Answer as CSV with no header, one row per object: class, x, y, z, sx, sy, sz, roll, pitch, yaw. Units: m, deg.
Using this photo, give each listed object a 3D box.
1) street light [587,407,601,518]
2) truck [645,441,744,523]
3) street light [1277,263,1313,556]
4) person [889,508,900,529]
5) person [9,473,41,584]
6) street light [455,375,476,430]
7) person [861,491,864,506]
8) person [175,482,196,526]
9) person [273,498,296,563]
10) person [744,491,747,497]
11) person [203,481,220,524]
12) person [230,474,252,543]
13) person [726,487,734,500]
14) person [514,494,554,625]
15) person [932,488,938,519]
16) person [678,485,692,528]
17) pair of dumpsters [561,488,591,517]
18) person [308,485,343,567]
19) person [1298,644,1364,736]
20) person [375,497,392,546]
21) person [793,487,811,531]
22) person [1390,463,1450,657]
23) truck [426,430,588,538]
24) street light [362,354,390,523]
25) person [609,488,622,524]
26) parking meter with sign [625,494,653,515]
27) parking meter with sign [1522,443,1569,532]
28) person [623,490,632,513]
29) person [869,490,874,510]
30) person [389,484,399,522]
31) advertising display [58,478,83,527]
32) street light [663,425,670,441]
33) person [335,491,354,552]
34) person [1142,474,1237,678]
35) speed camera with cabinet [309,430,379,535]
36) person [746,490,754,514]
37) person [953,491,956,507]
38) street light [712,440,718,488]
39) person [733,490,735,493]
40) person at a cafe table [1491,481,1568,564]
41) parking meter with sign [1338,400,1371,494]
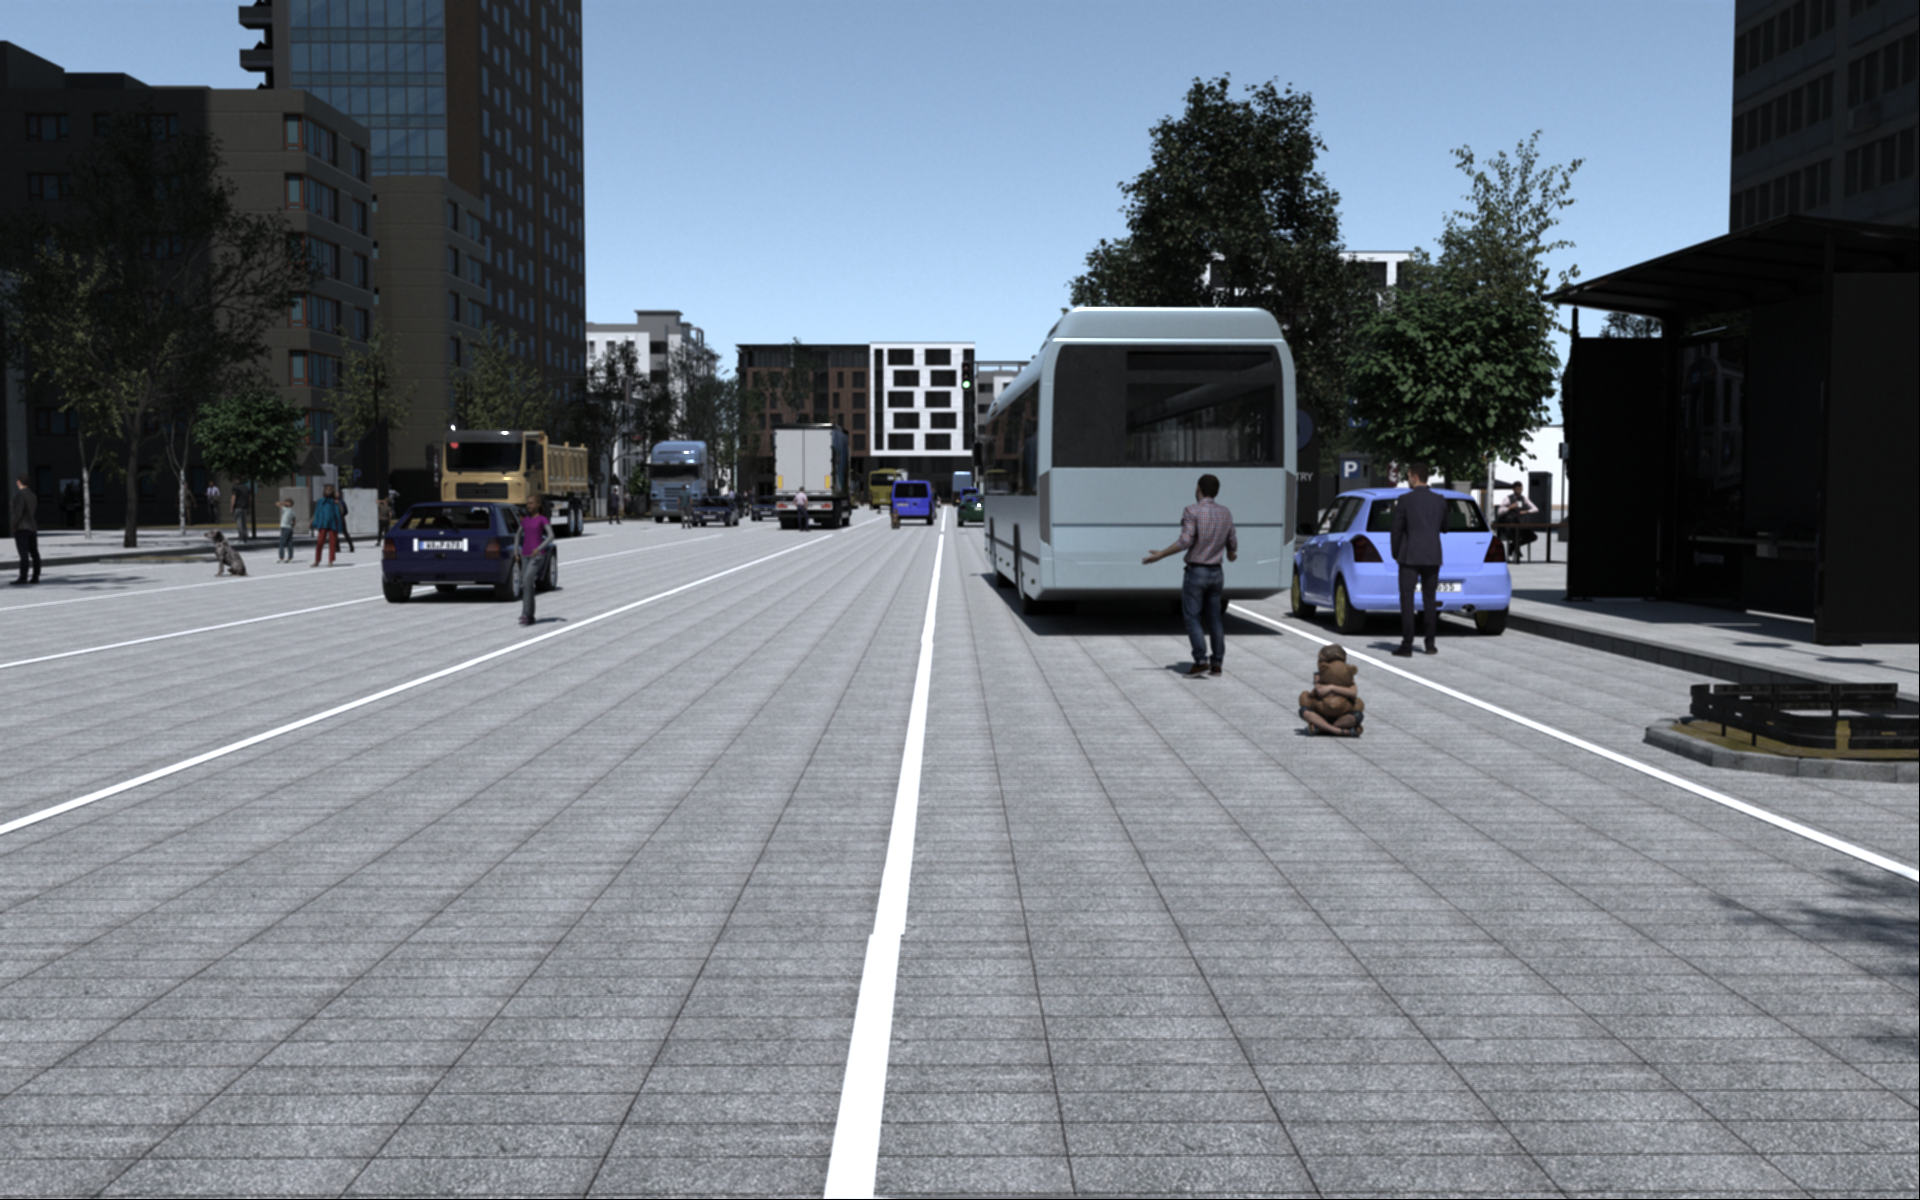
street light,-19.370,-7.275,91.727,0.468,5.910,1.993,0,4,0
truck,-14.000,-6.340,93.412,2.967,4.110,18.799,0,4,0
street light,6.700,-3.796,34.852,0.468,5.910,1.993,0,4,0
person,-2.677,-3.351,71.208,0.347,0.859,0.695,1,4,12
person,-15.059,-1.140,27.667,0.750,1.759,0.617,1,4,18
street light,-19.199,-5.786,67.396,0.468,5.910,1.993,0,4,0
person,-11.763,-12.249,209.315,0.434,1.755,0.990,1,4,21
person,-31.267,-3.877,69.977,0.990,1.755,0.434,1,4,18
person,-14.064,-1.447,36.061,0.340,1.345,0.435,0,4,7
person,-25.148,-11.959,202.518,0.436,1.711,0.756,-1,4,-18
person,-31.563,-4.101,72.956,0.709,1.838,0.599,1,4,14
person,-18.755,-2.382,45.112,0.434,1.807,0.598,2,4,35
person,-13.815,-5.827,103.645,0.599,1.838,0.709,1,4,14
person,-4.724,-0.435,18.848,0.726,1.435,0.776,1,4,21
person,-1.500,-5.577,99.809,0.434,1.807,0.598,2,4,35
person,-11.473,-3.897,72.339,0.598,1.807,0.434,0,4,0
pair of dumpsters,-21.224,-5.589,93.871,1.574,2.255,4.437,0,4,0
person,-12.464,-1.461,34.092,0.593,1.614,0.444,1,4,12
person,2.209,0.531,10.291,0.381,0.543,0.357,1,4,12
person,-15.936,-2.168,47.858,0.435,1.345,0.340,-2,4,-26
person,-6.039,-3.494,66.558,0.436,1.711,0.756,-3,5,-42
person,4.096,-0.368,15.430,0.541,1.710,0.530,0,4,3
truck,-14.032,-3.597,54.731,3.469,3.379,9.791,0,4,0
street light,-19.232,-5.161,57.171,0.468,5.910,1.993,0,4,0
person,-16.429,-4.472,82.544,0.541,1.710,0.530,3,5,45
parking meter with sign,-19.783,-6.764,106.859,1.738,3.016,0.543,0,4,-4
parking meter with sign,19.898,-3.862,59.404,0.543,3.016,1.738,-3,5,-45
person,-21.088,-6.195,109.804,0.523,1.526,0.387,-1,4,-11
person,-8.012,-9.046,156.502,0.705,1.812,1.348,-1,4,-11
person,-26.517,-4.513,80.561,0.841,1.734,0.376,-2,4,-29
advertising display,-35.055,-3.858,68.291,0.974,1.923,0.123,1,4,11
street light,-19.650,-8.760,116.021,0.468,5.910,1.993,0,4,0
person,-15.291,-1.929,42.734,0.574,1.496,0.600,-2,4,-26
person,1.914,-0.192,13.599,0.963,1.587,0.435,-3,4,-36
speed camera with cabinet,-19.383,-3.680,54.504,0.660,3.252,2.038,3,5,41
person,-15.418,-7.206,126.765,0.568,1.767,0.683,2,4,31
person,-0.659,-11.077,190.332,0.721,1.735,1.217,0,4,-4
street light,-19.861,-10.241,140.221,0.468,5.910,1.993,0,4,0
person,-24.825,-11.212,190.072,1.217,1.736,0.721,-2,4,-34
person at a cafe table,10.538,-1.454,32.286,1.698,1.524,1.622,-1,4,-12
parking meter with sign,6.870,-2.080,30.263,0.543,3.016,1.738,2,4,25
